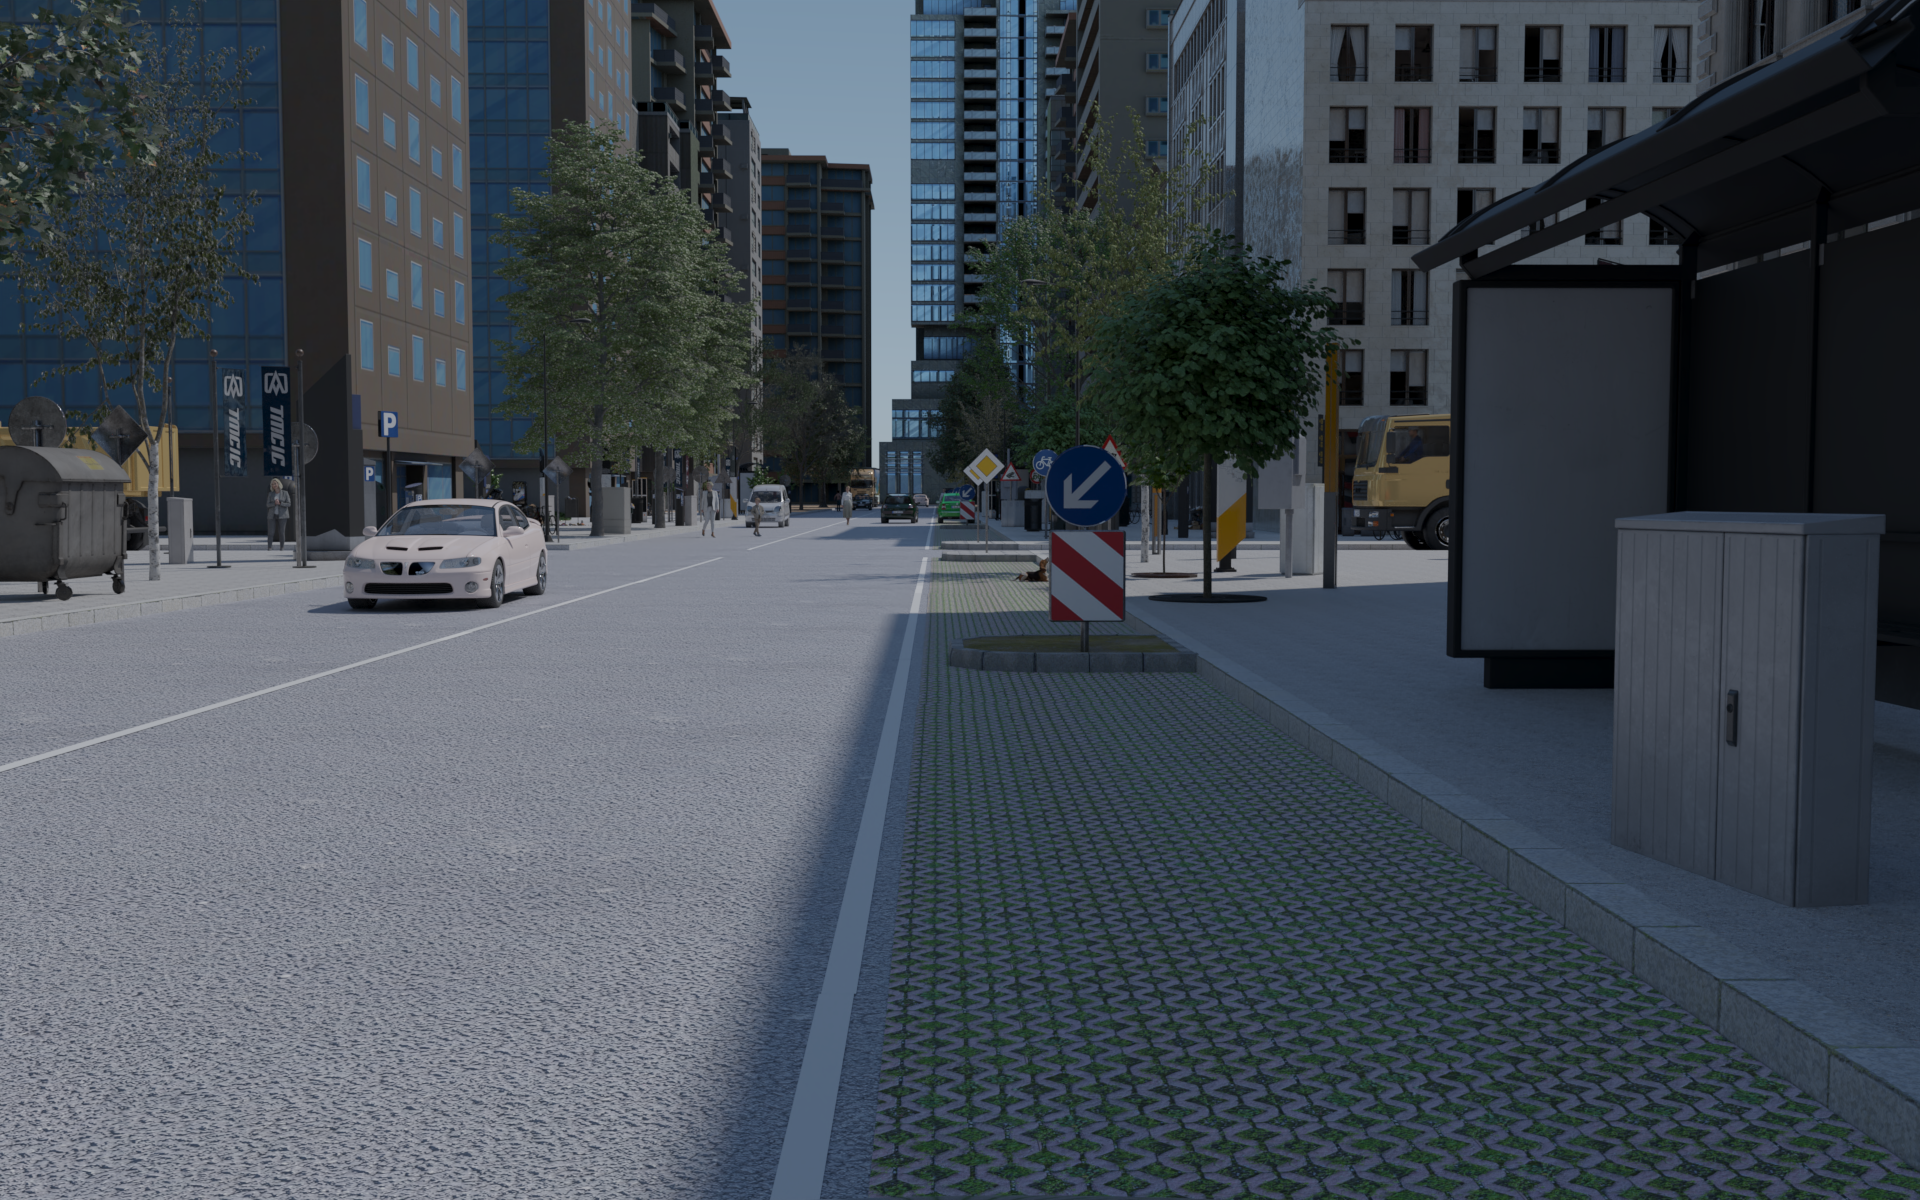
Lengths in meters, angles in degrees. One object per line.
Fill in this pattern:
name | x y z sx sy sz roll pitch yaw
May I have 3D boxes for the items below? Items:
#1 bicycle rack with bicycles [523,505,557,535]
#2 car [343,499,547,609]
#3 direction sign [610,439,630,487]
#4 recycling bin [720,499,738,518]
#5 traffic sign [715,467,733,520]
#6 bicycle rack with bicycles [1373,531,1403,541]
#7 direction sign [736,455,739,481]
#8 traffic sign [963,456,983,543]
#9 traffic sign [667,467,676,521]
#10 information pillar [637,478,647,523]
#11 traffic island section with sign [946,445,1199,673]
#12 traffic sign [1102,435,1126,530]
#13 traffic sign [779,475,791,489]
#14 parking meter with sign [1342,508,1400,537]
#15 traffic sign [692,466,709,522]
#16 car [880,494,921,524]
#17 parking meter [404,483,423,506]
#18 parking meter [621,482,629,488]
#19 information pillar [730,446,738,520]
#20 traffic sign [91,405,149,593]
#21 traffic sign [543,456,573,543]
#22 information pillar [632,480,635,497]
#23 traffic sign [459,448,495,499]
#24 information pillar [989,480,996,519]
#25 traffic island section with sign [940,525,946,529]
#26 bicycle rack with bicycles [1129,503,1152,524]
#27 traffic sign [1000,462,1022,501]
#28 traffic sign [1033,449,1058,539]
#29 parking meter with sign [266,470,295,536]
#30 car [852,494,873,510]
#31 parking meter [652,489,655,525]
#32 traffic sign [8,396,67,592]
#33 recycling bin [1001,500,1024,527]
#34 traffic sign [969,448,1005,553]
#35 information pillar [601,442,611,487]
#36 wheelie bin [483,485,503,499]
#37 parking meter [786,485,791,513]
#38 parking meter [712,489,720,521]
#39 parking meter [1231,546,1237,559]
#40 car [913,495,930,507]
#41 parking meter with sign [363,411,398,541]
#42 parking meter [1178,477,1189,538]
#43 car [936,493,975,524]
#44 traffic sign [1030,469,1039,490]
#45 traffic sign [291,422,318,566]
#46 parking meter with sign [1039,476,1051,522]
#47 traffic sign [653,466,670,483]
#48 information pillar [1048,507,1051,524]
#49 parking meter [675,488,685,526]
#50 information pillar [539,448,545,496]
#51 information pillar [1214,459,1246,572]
bicycle rack with bicycles | -13.568 -2.465 53.680 2.852 0.926 2.925 2 4 29
car | -6.782 -0.664 23.223 2.083 1.381 4.827 0 4 -2
direction sign | -13.959 -4.845 71.212 0.876 3.537 0.379 -3 5 -40
recycling bin | -12.209 -4.828 91.497 0.722 1.027 0.722 -3 4 -37
traffic sign | -11.507 -5.157 84.315 0.884 2.594 0.081 0 4 2
bicycle rack with bicycles | 12.707 -2.117 47.996 2.925 0.926 2.852 -1 4 -21
direction sign | -13.171 -6.684 101.280 0.379 3.537 0.876 2 4 26
traffic sign | 0.476 -2.570 45.659 0.795 2.450 0.064 0 4 -1
traffic sign | -13.506 -4.897 80.173 0.768 2.556 0.104 0 4 5
information pillar | -14.347 -4.510 78.235 0.304 2.012 0.304 3 5 43
traffic island section with sign | 0.902 -0.374 14.747 1.989 1.847 2.006 0 4 -1
traffic sign | 3.281 -2.324 38.003 0.884 2.594 0.081 0 4 3
traffic sign | -11.563 -6.994 114.465 0.768 2.556 0.104 0 4 1
parking meter with sign | 12.454 -3.431 52.353 1.738 3.016 0.543 0 4 7
traffic sign | -11.722 -4.783 78.307 0.768 2.556 0.104 0 4 1
car | -2.971 -4.634 85.555 2.009 1.686 4.222 0 4 1
parking meter | -11.943 -1.804 37.898 0.372 1.533 0.369 0 3 0
parking meter | -16.161 -4.751 83.393 0.399 1.863 0.255 0 4 -4
information pillar | -11.165 -5.751 85.376 0.183 3.616 0.504 -3 4 -38
traffic sign | -10.907 -1.303 22.496 0.795 2.450 0.064 0 4 7
traffic sign | -10.567 -2.562 45.538 0.795 2.450 0.064 0 4 -1
information pillar | -16.705 -5.176 89.115 0.304 2.012 0.304 -1 4 -12
traffic sign | -10.465 -2.074 37.554 0.795 2.450 0.064 0 4 -1
information pillar | 1.688 -5.225 89.927 0.304 2.012 0.304 -2 4 -31
traffic island section with sign | 0.177 -3.820 71.078 1.989 1.847 2.006 0 4 -1
bicycle rack with bicycles | 6.601 -3.698 73.844 2.852 0.926 2.925 -2 4 -34
traffic sign | 2.058 -4.286 70.075 0.884 2.594 0.081 0 4 1
traffic sign | 2.460 -3.016 49.422 0.768 2.556 0.104 0 4 3
parking meter with sign | -20.089 -3.376 51.458 1.738 3.016 0.543 3 5 43
car | -8.645 -8.748 152.821 2.009 1.686 4.222 0 4 -1
parking meter | -12.808 -3.950 73.000 0.372 1.533 0.369 0 3 0
traffic sign | -12.005 -1.372 22.545 0.768 2.556 0.104 0 4 2
recycling bin | 2.106 -3.381 67.834 0.722 1.027 0.722 3 5 44
traffic sign | 0.578 -2.081 37.675 0.795 2.450 0.064 0 4 -1
information pillar | -15.020 -5.011 73.279 0.504 3.616 0.183 -2 4 -35
wheelie bin | -16.428 -3.245 60.962 0.693 1.594 0.980 -1 4 -20
parking meter | -11.411 -6.681 114.945 0.255 1.863 0.399 3 5 44
parking meter | -11.821 -4.618 83.918 0.372 1.533 0.369 0 3 0
parking meter | 5.291 -1.582 34.276 0.372 1.533 0.369 0 3 0
car | -4.380 -10.894 190.474 2.083 1.381 4.827 0 4 -1
parking meter with sign | -12.816 -2.481 36.817 1.738 3.016 0.543 1 4 20
parking meter | 6.530 -2.746 50.603 0.255 1.863 0.399 1 4 19
car | -0.202 -4.662 85.016 1.959 1.807 4.718 0 4 -2
traffic sign | 3.816 -5.207 85.239 0.768 2.556 0.104 0 4 7
traffic sign | -11.745 -1.871 30.699 0.768 2.556 0.104 0 4 5
parking meter with sign | 4.027 -5.107 79.766 0.543 3.016 1.738 -1 4 -21
traffic sign | -13.265 -4.707 77.062 0.768 2.556 0.104 0 4 4
information pillar | 4.012 -5.055 73.996 0.183 3.616 0.504 3 5 42
parking meter | -11.229 -3.728 69.371 0.372 1.533 0.369 0 3 0
information pillar | -21.012 -5.855 87.083 0.183 3.616 0.504 -2 4 -32
information pillar | 4.448 -2.267 28.428 0.504 3.616 0.183 -1 4 -8
